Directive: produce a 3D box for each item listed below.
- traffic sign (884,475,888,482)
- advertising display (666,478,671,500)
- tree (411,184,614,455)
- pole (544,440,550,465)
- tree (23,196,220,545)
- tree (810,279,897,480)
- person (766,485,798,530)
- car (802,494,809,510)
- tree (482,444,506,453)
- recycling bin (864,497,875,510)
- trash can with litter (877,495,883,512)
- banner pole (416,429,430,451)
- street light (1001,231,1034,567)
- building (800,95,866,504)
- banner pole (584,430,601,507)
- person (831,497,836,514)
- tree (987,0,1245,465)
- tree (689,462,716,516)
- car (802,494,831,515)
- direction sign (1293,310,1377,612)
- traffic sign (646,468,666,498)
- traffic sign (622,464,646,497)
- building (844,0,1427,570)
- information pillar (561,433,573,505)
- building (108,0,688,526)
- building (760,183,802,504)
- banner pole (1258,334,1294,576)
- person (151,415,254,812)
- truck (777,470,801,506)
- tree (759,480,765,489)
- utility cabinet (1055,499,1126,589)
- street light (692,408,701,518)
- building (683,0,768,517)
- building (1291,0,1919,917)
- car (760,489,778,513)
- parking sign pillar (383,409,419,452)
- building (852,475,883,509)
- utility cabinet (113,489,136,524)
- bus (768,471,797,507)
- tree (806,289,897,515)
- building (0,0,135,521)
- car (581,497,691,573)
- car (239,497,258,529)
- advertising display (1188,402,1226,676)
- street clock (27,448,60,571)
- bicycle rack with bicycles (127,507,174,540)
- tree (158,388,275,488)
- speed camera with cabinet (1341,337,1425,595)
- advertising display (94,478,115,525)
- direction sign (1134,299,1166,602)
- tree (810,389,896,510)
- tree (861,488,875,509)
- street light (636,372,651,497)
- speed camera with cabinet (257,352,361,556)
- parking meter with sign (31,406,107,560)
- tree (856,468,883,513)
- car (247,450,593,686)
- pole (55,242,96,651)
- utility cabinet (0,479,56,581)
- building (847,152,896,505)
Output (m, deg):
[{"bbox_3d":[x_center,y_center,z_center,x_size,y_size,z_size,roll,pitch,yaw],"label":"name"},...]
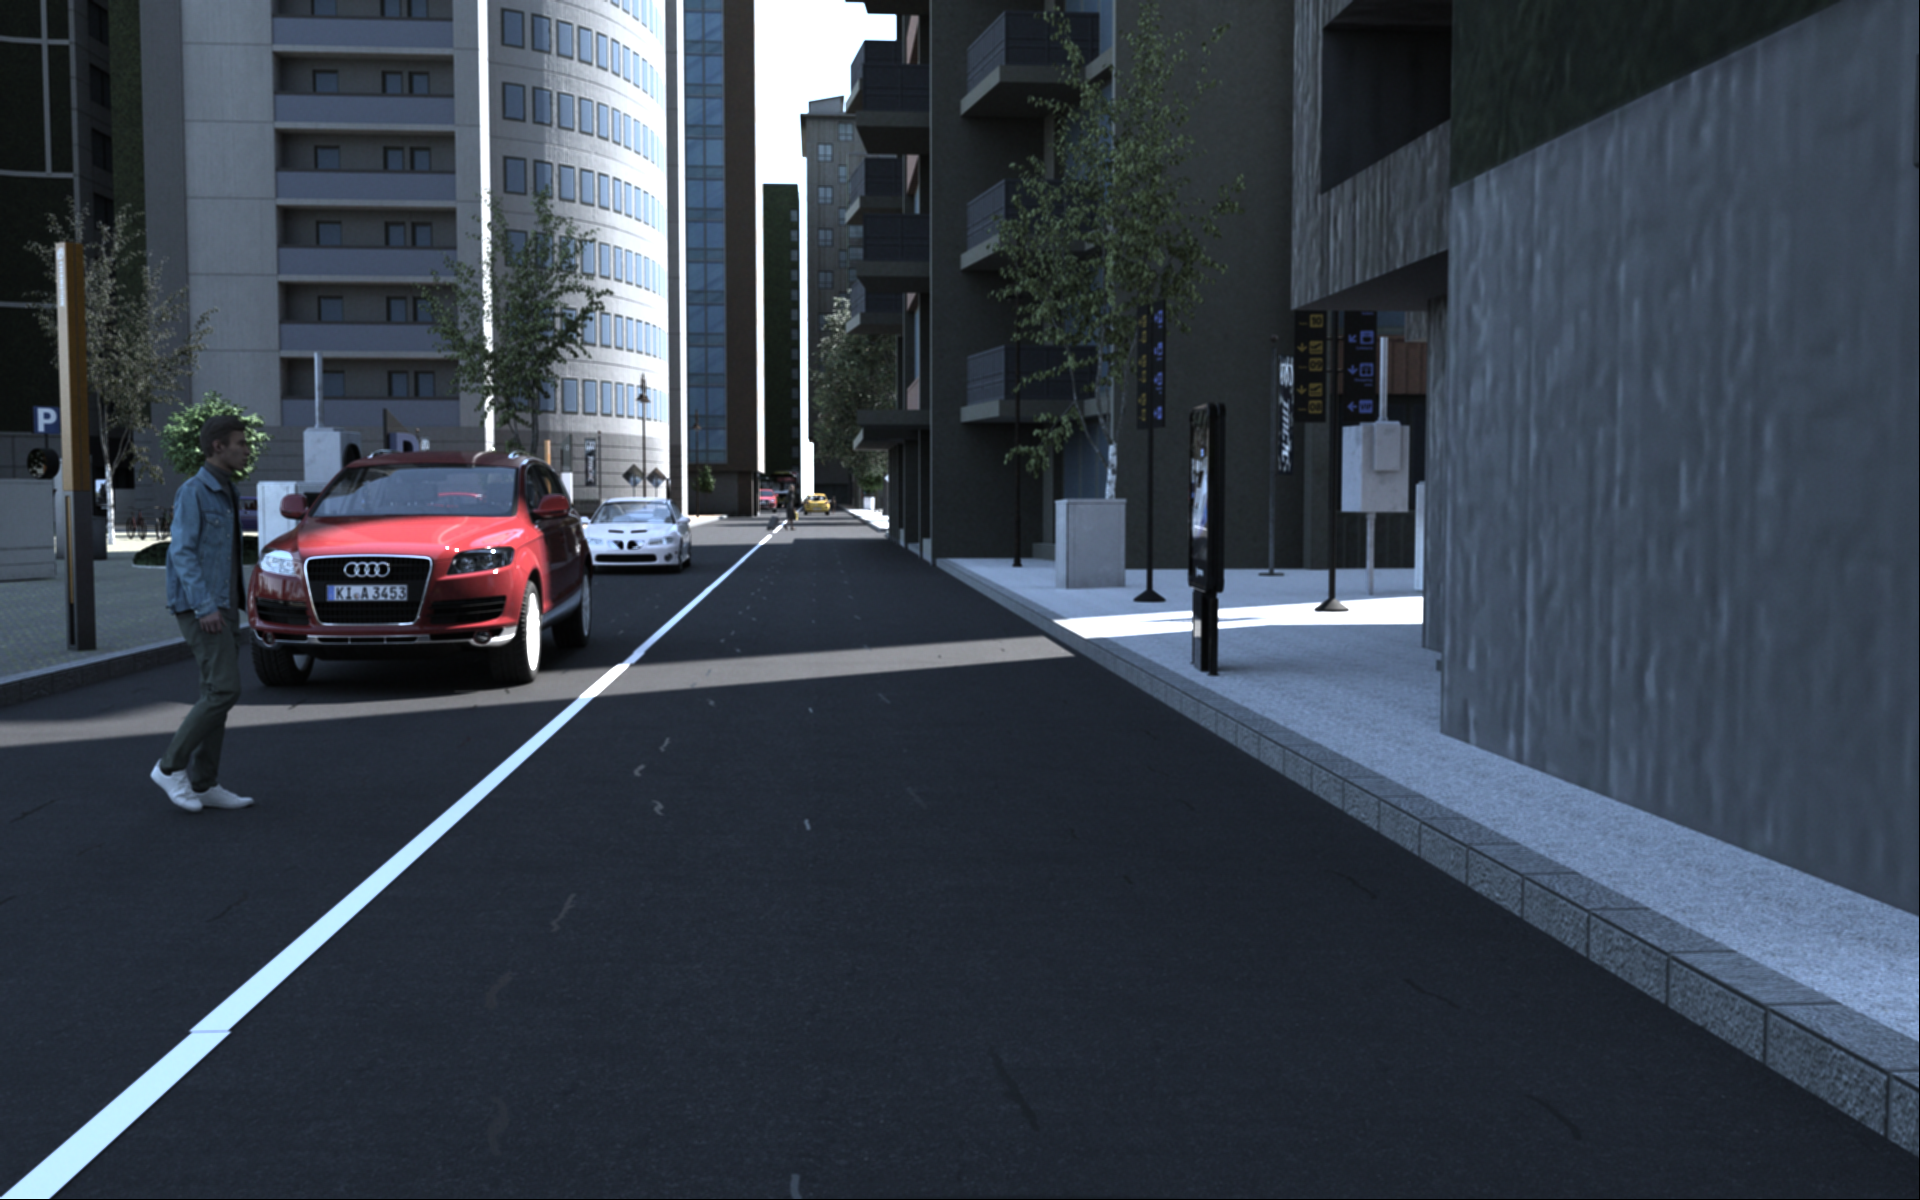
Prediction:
[{"bbox_3d":[-2.517,-3.844,66.494,0.795,2.450,0.064,0,4,-5],"label":"traffic sign"},{"bbox_3d":[-11.918,-4.013,70.825,0.123,1.923,0.974,0,4,-6],"label":"advertising display"},{"bbox_3d":[-10.301,-5.510,40.455,4.737,8.622,4.395,0,3,0],"label":"tree"},{"bbox_3d":[-15.603,-4.387,65.571,0.158,3.312,0.155,0,3,0],"label":"pole"},{"bbox_3d":[-21.295,-5.706,43.657,4.360,8.622,3.978,0,3,0],"label":"tree"},{"bbox_3d":[-2.864,-10.246,84.527,9.611,12.733,9.660,0,3,0],"label":"tree"},{"bbox_3d":[-7.017,-3.667,68.667,1.509,1.804,0.699,-3,5,-40],"label":"person"},{"bbox_3d":[-13.690,-9.237,160.810,2.009,1.686,4.222,0,4,-4],"label":"car"},{"bbox_3d":[-17.936,-4.398,66.507,1.663,3.219,1.824,0,3,0],"label":"tree"},{"bbox_3d":[-7.264,-7.730,138.932,0.722,1.027,0.722,2,4,24],"label":"recycling bin"},{"bbox_3d":[-5.009,-6.862,123.248,2.233,1.210,1.678,0,4,5],"label":"trash can with litter"},{"bbox_3d":[-20.670,-4.685,66.623,0.863,3.779,0.401,2,4,27],"label":"banner pole"},{"bbox_3d":[1.012,-3.525,30.428,0.468,5.910,1.993,0,4,-5],"label":"street light"},{"bbox_3d":[-7.965,-39.676,237.934,27.495,52.752,28.713,0,4,-5],"label":"building"},{"bbox_3d":[-14.405,-4.786,68.275,0.863,3.779,0.401,1,4,13],"label":"banner pole"},{"bbox_3d":[-9.167,-6.845,125.084,0.362,1.253,0.373,0,4,-4],"label":"person"},{"bbox_3d":[2.240,-4.612,25.772,4.737,8.622,4.395,0,3,0],"label":"tree"},{"bbox_3d":[-15.263,-6.703,104.192,1.663,3.219,1.824,0,3,0],"label":"tree"},{"bbox_3d":[-9.876,-6.666,119.207,2.015,1.641,3.980,0,4,-6],"label":"car"},{"bbox_3d":[4.079,-1.645,18.896,0.876,3.537,0.379,1,4,8],"label":"direction sign"},{"bbox_3d":[-11.533,-3.800,65.773,0.795,2.450,0.064,0,4,-5],"label":"traffic sign"},{"bbox_3d":[-10.876,-3.313,57.815,0.795,2.450,0.064,0,4,-5],"label":"traffic sign"},{"bbox_3d":[8.335,-23.708,42.245,22.147,44.769,28.867,0,4,-5],"label":"building"},{"bbox_3d":[-15.148,-4.612,66.765,0.504,3.616,0.183,2,4,27],"label":"information pillar"},{"bbox_3d":[-24.800,-33.026,81.976,21.231,58.520,28.212,0,4,-5],"label":"building"},{"bbox_3d":[-28.110,-33.396,229.611,14.086,41.232,14.154,0,4,-5],"label":"building"},{"bbox_3d":[5.065,-2.285,27.382,0.401,3.779,0.863,3,5,41],"label":"banner pole"},{"bbox_3d":[-3.414,0.063,7.817,0.444,1.785,0.601,0,4,0],"label":"person"},{"bbox_3d":[-20.207,-13.154,203.986,2.839,4.237,11.283,0,4,-3],"label":"truck"},{"bbox_3d":[-23.541,-12.575,200.196,1.663,3.219,1.824,0,3,0],"label":"tree"},{"bbox_3d":[1.785,-0.769,23.731,1.020,1.237,0.306,-2,4,-34],"label":"utility cabinet"},{"bbox_3d":[-14.181,-7.380,93.458,0.468,5.910,1.993,0,4,-5],"label":"street light"},{"bbox_3d":[-19.928,-28.252,112.030,14.600,45.320,14.200,0,4,-5],"label":"building"},{"bbox_3d":[9.400,-14.638,11.033,14.160,30.474,14.107,0,4,-5],"label":"building"},{"bbox_3d":[-15.087,-7.598,132.902,2.281,1.827,5.304,0,4,-6],"label":"car"},{"bbox_3d":[-17.742,-4.081,55.188,1.447,3.967,1.447,1,4,23],"label":"parking sign pillar"},{"bbox_3d":[3.799,-19.613,165.709,27.650,21.520,28.899,0,4,-5],"label":"building"},{"bbox_3d":[-35.580,-3.976,73.689,0.318,1.500,1.173,2,4,31],"label":"utility cabinet"},{"bbox_3d":[-19.334,-12.119,189.699,2.896,3.916,12.252,0,4,-4],"label":"bus"},{"bbox_3d":[-4.299,-12.061,103.858,9.857,13.997,8.962,0,3,0],"label":"tree"},{"bbox_3d":[-47.032,-38.746,71.756,20.611,71.187,20.563,0,4,-5],"label":"building"},{"bbox_3d":[-6.134,-1.259,32.946,2.083,1.381,4.827,0,4,-5],"label":"car"},{"bbox_3d":[-24.886,-2.996,61.569,3.894,1.354,1.945,0,4,-3],"label":"car"},{"bbox_3d":[1.790,-0.453,12.620,0.123,1.923,0.974,0,4,0],"label":"advertising display"},{"bbox_3d":[-14.514,-1.401,27.472,0.471,2.002,0.358,2,4,25],"label":"street clock"},{"bbox_3d":[-22.094,-2.181,49.037,2.852,0.926,2.925,-3,4,-36],"label":"bicycle rack with bicycles"},{"bbox_3d":[-23.122,-4.291,53.869,4.285,4.588,4.351,0,3,0],"label":"tree"},{"bbox_3d":[5.953,-1.708,22.258,2.038,3.252,0.660,-1,4,-15],"label":"speed camera with cabinet"},{"bbox_3d":[-35.119,-4.032,71.135,0.974,1.923,0.123,1,4,22],"label":"advertising display"},{"bbox_3d":[2.270,-1.751,20.633,0.379,3.537,0.876,-1,4,-14],"label":"direction sign"},{"bbox_3d":[-8.408,-13.217,141.847,9.928,11.665,9.643,0,3,0],"label":"tree"},{"bbox_3d":[-7.914,-9.414,148.512,1.663,3.219,1.824,0,3,0],"label":"tree"},{"bbox_3d":[-12.024,-5.696,65.923,0.468,5.910,1.993,0,4,-5],"label":"street light"},{"bbox_3d":[-8.828,-1.789,23.579,0.660,3.252,2.038,0,4,5],"label":"speed camera with cabinet"},{"bbox_3d":[-17.452,-2.310,34.037,1.738,3.016,0.543,2,4,31],"label":"parking meter with sign"},{"bbox_3d":[-6.406,-9.214,134.363,4.285,4.588,4.351,0,3,0],"label":"tree"},{"bbox_3d":[-4.381,-0.369,14.714,2.281,1.827,5.304,0,4,-5],"label":"car"},{"bbox_3d":[-7.233,-1.243,14.163,0.158,3.312,0.155,0,3,0],"label":"pole"},{"bbox_3d":[-13.994,-1.039,25.665,0.318,1.500,1.173,1,4,14],"label":"utility cabinet"},{"bbox_3d":[-6.650,-32.214,210.292,14.154,41.232,14.086,0,4,-5],"label":"building"}]
